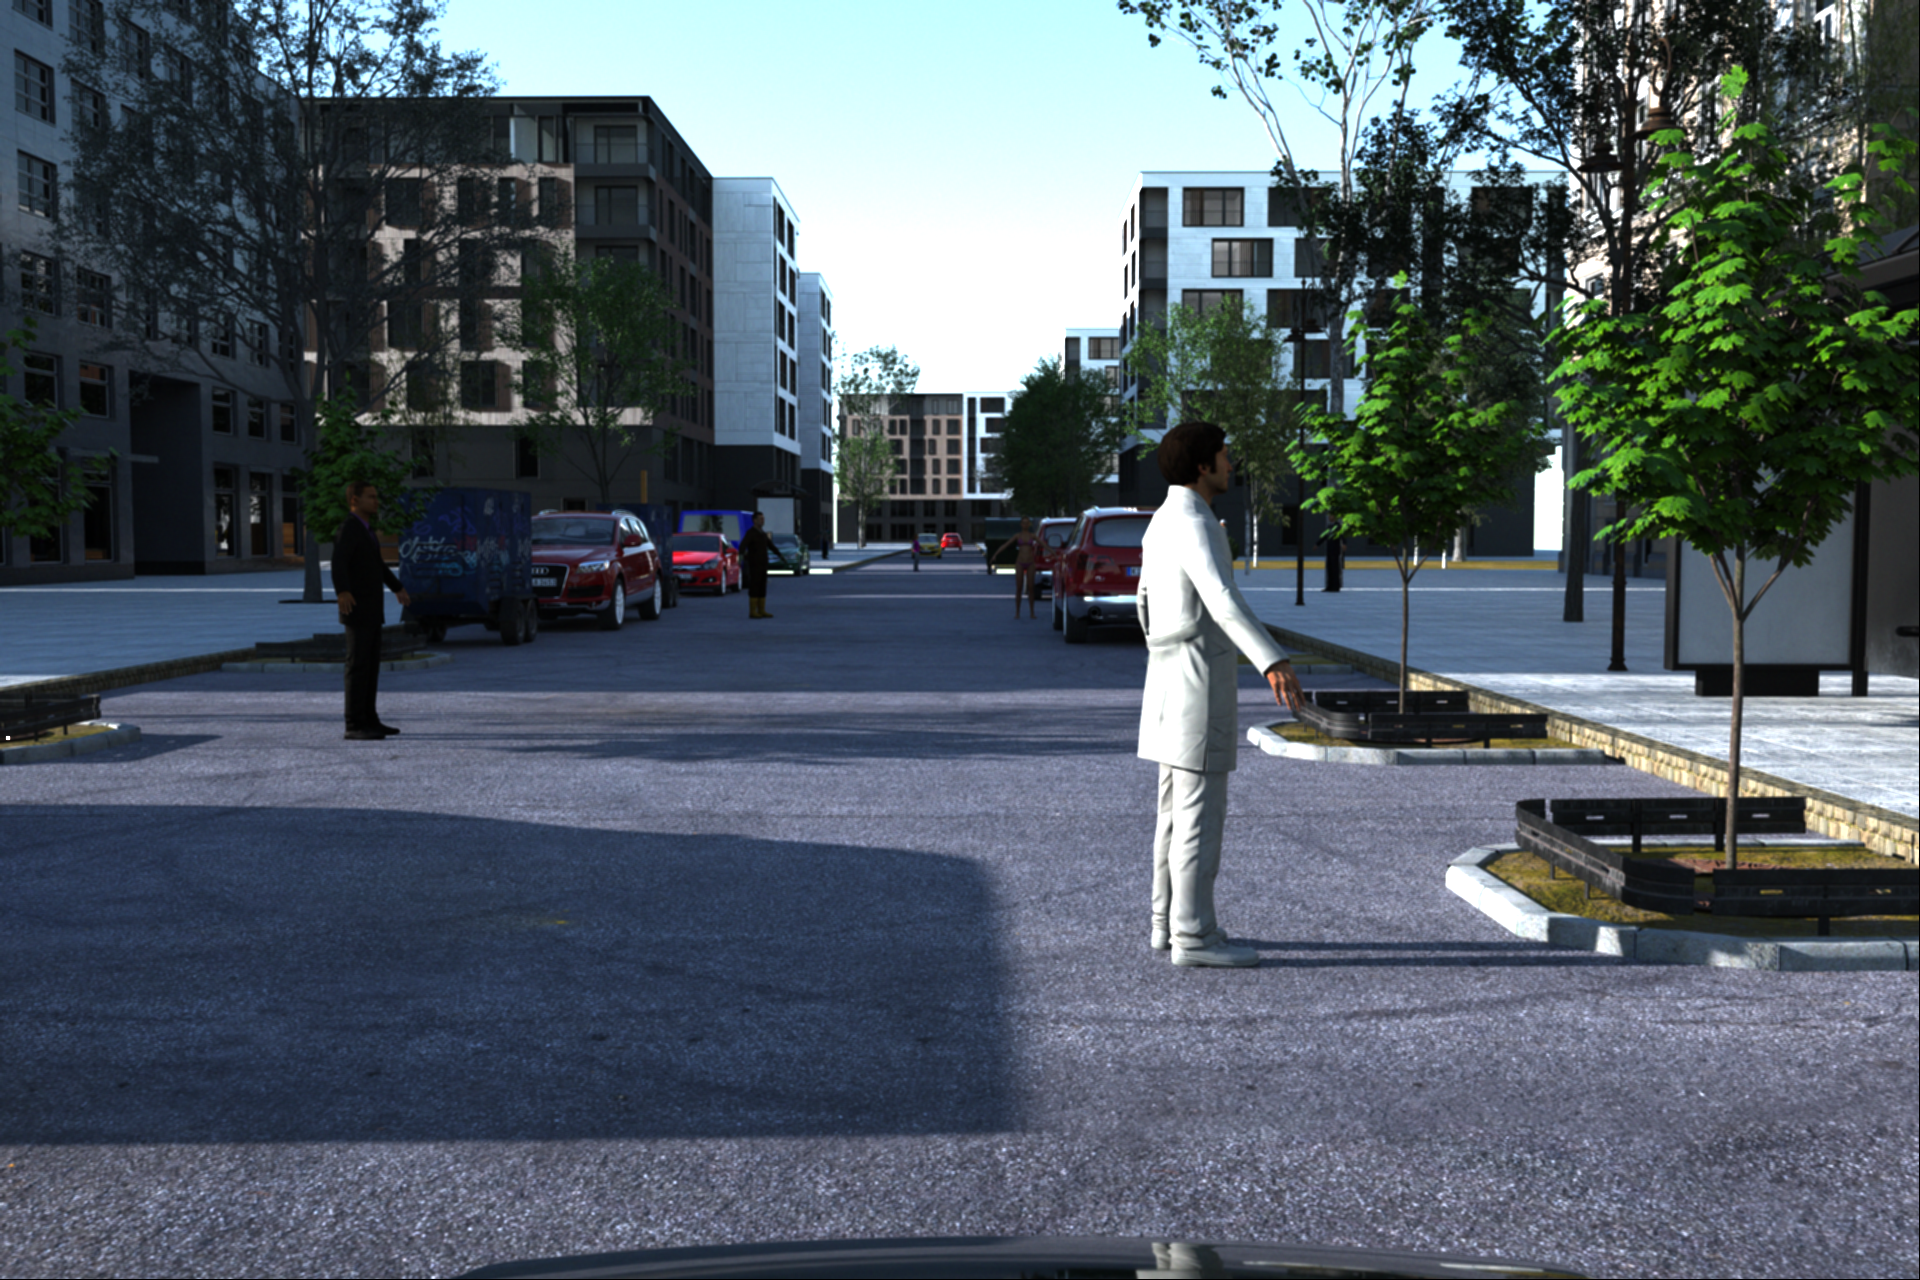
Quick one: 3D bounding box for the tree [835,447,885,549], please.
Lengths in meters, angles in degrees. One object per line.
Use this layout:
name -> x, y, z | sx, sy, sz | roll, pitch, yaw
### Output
tree -> -8.861, -12.038, 147.189 | 4.360, 8.622, 3.978 | 0, 3, 0

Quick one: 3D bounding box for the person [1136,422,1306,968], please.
person -> 0.814, 0.170, 5.858 | 0.705, 1.806, 1.347 | -1, 4, -10

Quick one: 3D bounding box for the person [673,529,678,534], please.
person -> -9.246, -3.190, 58.334 | 1.348, 1.807, 0.705 | 0, 4, -3

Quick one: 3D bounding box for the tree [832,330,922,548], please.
tree -> -10.216, -18.522, 158.721 | 12.611, 20.169, 13.585 | 0, 3, 0

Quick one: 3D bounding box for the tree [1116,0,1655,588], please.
tree -> 10.231, -11.262, 40.023 | 12.611, 20.169, 13.585 | 0, 3, 0

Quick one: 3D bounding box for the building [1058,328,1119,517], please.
building -> 24.430, -21.051, 188.161 | 27.936, 21.610, 32.646 | 0, 4, 1

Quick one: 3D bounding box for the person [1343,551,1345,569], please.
person -> 12.995, -3.235, 59.678 | 0.721, 1.737, 1.214 | 2, 4, 29

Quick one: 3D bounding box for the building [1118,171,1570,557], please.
building -> 24.208, -16.522, 114.106 | 27.936, 21.610, 32.646 | 0, 4, 0

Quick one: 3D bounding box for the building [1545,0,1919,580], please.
building -> 26.010, -15.969, 47.001 | 13.634, 28.700, 20.117 | 0, 4, 1

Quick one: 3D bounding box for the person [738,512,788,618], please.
person -> -3.420, -1.283, 29.567 | 0.704, 1.812, 1.346 | 2, 4, 29

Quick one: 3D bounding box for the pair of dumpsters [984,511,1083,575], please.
pair of dumpsters -> 3.070, -3.465, 61.597 | 4.436, 2.255, 1.574 | 0, 4, 1

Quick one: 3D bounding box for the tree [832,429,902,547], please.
tree -> -9.250, -14.918, 169.672 | 9.928, 11.665, 9.643 | 0, 3, 0

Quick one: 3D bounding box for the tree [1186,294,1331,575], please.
tree -> 9.202, -6.324, 53.755 | 4.737, 8.622, 4.395 | 0, 3, 0

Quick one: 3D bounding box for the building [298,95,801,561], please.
building -> -24.686, -15.511, 97.572 | 27.936, 21.610, 32.646 | 0, 4, 1

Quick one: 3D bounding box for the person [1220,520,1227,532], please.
person -> 10.253, -3.778, 67.630 | 0.705, 1.847, 1.347 | 1, 4, 17

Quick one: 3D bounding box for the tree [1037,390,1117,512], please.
tree -> 5.677, -8.527, 89.775 | 4.360, 8.622, 3.978 | 0, 3, 0

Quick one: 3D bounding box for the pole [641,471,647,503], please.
pole -> -10.148, -3.782, 55.676 | 0.158, 3.312, 0.155 | 0, 3, 0

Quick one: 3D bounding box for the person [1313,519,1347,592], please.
person -> 8.255, -1.981, 38.437 | 0.704, 1.823, 1.345 | -1, 4, -18

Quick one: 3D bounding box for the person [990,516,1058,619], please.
person -> 1.109, -1.225, 29.291 | 1.217, 1.733, 0.721 | 0, 4, -2

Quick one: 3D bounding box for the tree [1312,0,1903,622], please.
tree -> 8.785, -5.528, 24.796 | 8.767, 10.594, 7.601 | 2, 4, 33

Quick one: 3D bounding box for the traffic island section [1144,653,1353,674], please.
traffic island section -> 3.023, 0.255, 18.690 | 1.991, 0.108, 1.994 | 0, 3, 0

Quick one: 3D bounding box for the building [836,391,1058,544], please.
building -> -1.106, -25.275, 259.671 | 32.646, 21.610, 27.936 | 0, 4, 3

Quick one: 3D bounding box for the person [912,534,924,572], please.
person -> -1.590, -3.290, 65.511 | 0.599, 1.433, 0.991 | 2, 4, 24

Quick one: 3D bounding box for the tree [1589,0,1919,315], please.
tree -> 8.891, -4.068, 16.868 | 4.360, 8.622, 3.978 | 0, 3, 0

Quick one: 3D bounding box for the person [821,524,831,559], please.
person -> -6.879, -5.045, 88.611 | 0.705, 1.813, 1.348 | 1, 4, 11

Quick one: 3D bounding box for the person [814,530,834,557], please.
person -> -7.748, -5.684, 99.067 | 1.347, 1.817, 0.704 | 2, 4, 29

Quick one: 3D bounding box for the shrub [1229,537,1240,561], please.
shrub -> 12.264, -4.149, 78.961 | 1.383, 1.207, 1.383 | 0, 3, 0

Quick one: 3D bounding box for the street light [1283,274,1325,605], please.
street light -> 6.132, -3.564, 31.062 | 0.468, 5.910, 1.993 | 0, 3, 0

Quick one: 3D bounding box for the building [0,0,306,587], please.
building -> -28.236, -14.201, 50.593 | 11.959, 24.771, 22.079 | 0, 4, 0

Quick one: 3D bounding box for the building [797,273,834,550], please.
building -> -24.870, -17.701, 133.393 | 27.936, 21.610, 32.646 | 0, 3, 0

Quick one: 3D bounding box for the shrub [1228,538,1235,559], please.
shrub -> 10.640, -3.610, 70.139 | 1.383, 1.207, 1.383 | 0, 3, 0

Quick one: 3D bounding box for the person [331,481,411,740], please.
person -> -4.174, -0.214, 12.183 | 0.704, 1.802, 1.346 | 0, 4, -1

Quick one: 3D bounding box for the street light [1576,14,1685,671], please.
street light -> 6.185, -2.650, 16.115 | 0.468, 5.910, 1.993 | 0, 4, 1

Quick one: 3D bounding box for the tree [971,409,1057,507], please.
tree -> 6.178, -15.483, 163.517 | 12.009, 13.543, 11.850 | 0, 3, 0
